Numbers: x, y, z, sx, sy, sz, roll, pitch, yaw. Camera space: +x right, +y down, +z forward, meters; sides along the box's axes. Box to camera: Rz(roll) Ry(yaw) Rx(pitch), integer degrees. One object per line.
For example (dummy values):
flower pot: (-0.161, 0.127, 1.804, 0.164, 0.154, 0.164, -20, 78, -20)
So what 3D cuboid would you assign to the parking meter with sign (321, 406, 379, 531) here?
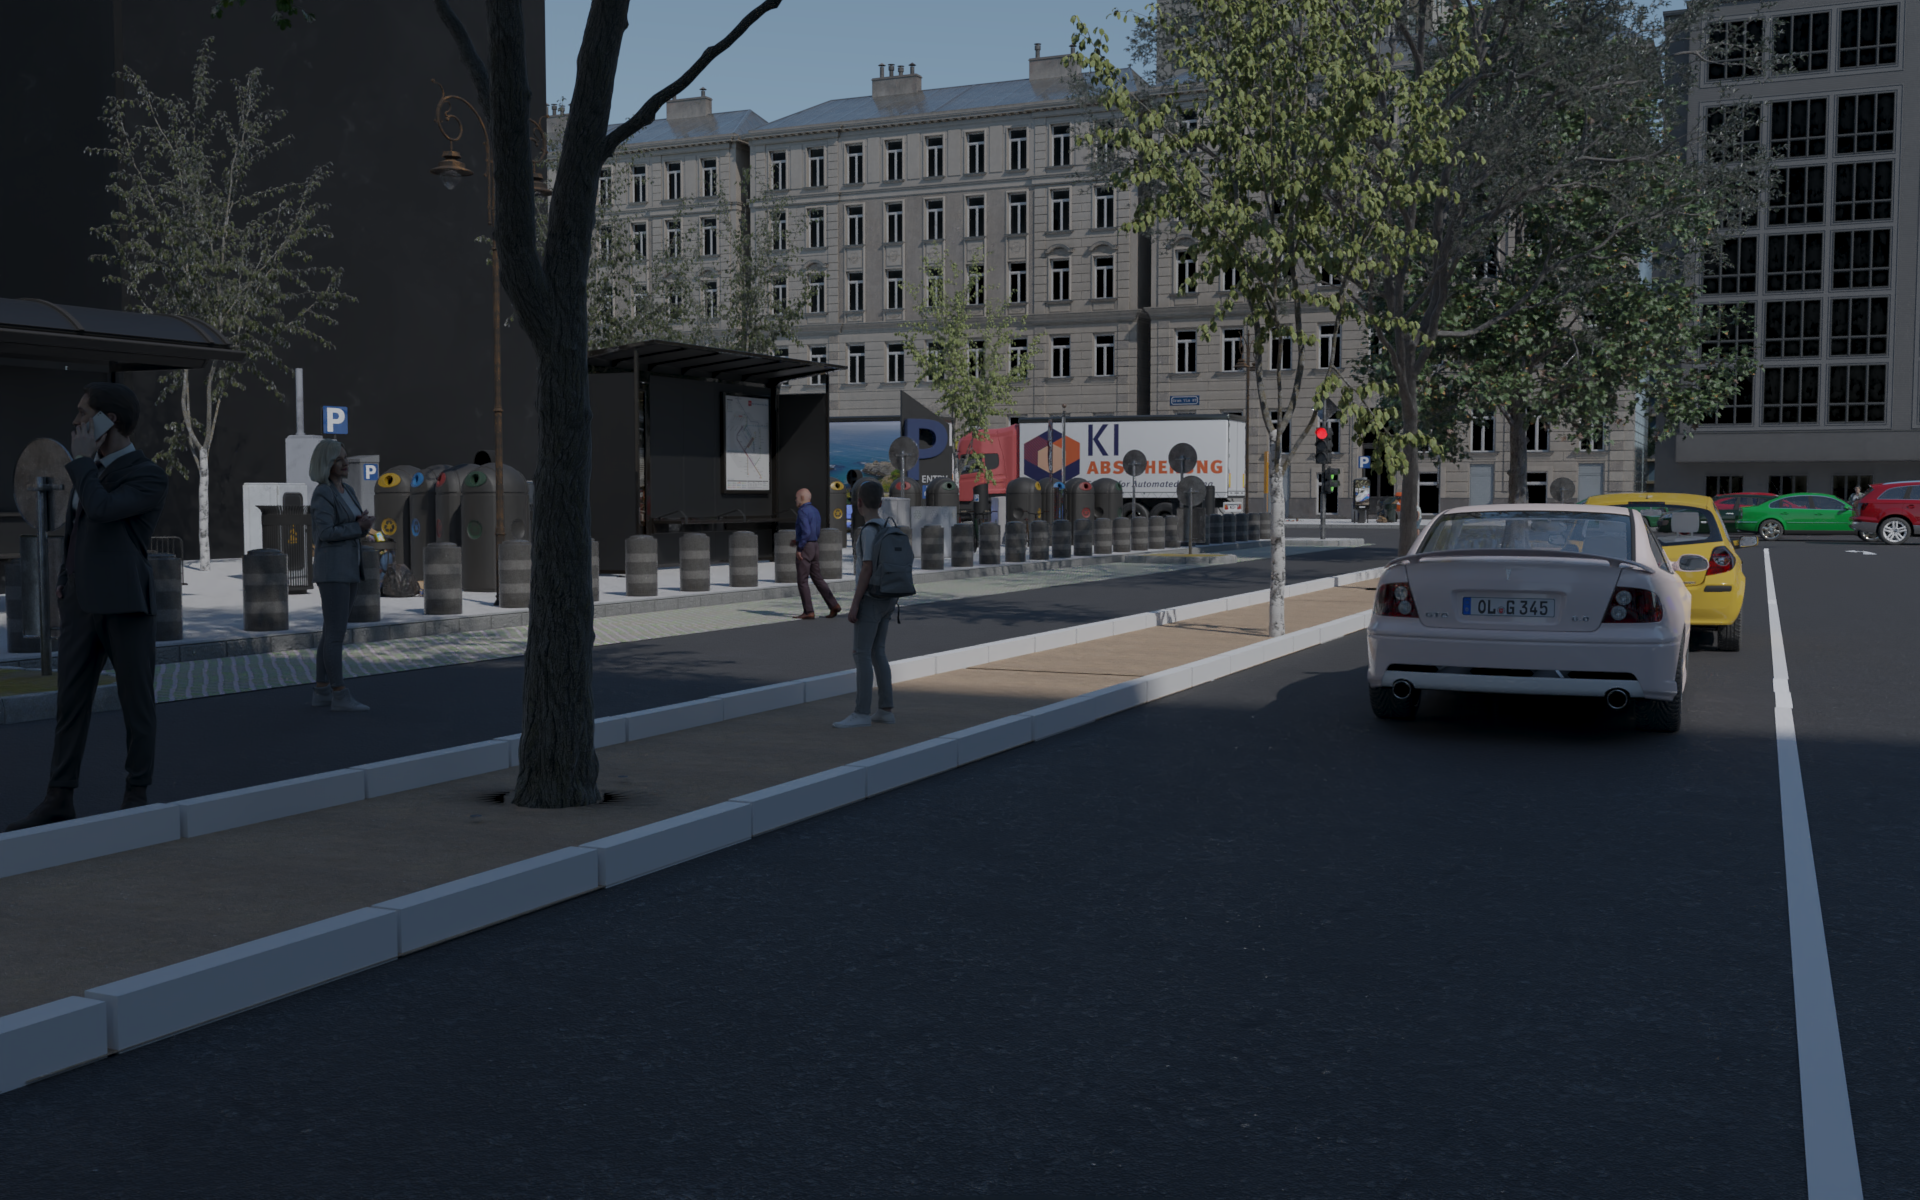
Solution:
parking meter with sign: (-11.760, -2.305, 33.953, 1.738, 3.016, 0.543, 3, 4, 37)

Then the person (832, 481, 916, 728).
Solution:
person: (-0.546, 0.024, 10.709, 0.523, 1.515, 0.503, -1, 4, -9)

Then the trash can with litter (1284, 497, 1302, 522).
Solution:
trash can with litter: (15.356, -4.277, 80.994, 2.233, 1.210, 1.678, -2, 4, -34)

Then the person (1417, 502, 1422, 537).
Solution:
person: (14.554, -2.571, 55.227, 0.332, 1.250, 0.352, -3, 5, -43)

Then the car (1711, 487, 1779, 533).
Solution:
car: (25.161, -2.884, 56.941, 4.222, 1.686, 2.009, 1, 4, 23)

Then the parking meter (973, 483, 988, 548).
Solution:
parking meter: (0.494, -2.025, 41.525, 0.372, 1.533, 0.369, 0, 3, 0)

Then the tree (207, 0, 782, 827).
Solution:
tree: (-1.819, -4.850, 7.509, 9.928, 11.665, 9.643, 0, 3, 0)

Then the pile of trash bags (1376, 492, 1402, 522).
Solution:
pile of trash bags: (20.263, -4.306, 80.158, 1.912, 1.369, 3.447, 1, 4, 15)

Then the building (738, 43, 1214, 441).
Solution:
building: (0.877, -18.694, 102.910, 25.104, 27.353, 12.463, 2, 4, 25)

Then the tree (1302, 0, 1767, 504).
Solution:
tree: (12.050, -7.196, 37.114, 9.611, 12.733, 9.660, 0, 3, 0)

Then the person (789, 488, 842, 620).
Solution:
person: (-1.756, -0.532, 19.890, 0.600, 1.496, 0.574, 3, 5, 44)

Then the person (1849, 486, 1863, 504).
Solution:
person: (32.982, -3.328, 63.630, 0.376, 1.734, 0.841, -2, 4, -28)

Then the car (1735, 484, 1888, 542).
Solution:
car: (26.229, -2.694, 52.841, 4.718, 1.807, 1.959, 2, 4, 24)

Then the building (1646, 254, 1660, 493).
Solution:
building: (100.620, -35.707, 238.430, 28.867, 44.769, 22.147, 2, 4, 25)

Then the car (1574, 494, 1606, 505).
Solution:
car: (23.900, -3.232, 64.635, 4.920, 1.459, 2.131, 2, 4, 24)

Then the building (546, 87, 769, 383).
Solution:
building: (-21.961, -19.347, 113.583, 25.104, 27.353, 12.463, 2, 4, 25)

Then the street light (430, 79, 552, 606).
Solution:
street light: (-5.288, -2.875, 19.787, 0.468, 5.910, 1.993, 2, 4, 25)

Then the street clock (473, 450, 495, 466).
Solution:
street clock: (-7.778, -1.467, 28.551, 0.471, 2.002, 0.358, 2, 4, 34)

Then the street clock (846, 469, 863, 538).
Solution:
street clock: (-3.082, -2.822, 50.711, 0.471, 2.002, 0.358, 3, 5, 43)

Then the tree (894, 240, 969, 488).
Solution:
tree: (0.130, -6.146, 50.849, 4.737, 8.622, 4.395, 0, 3, 0)

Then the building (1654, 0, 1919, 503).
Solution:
building: (46.449, -17.675, 82.485, 24.014, 27.812, 14.314, 2, 4, 25)

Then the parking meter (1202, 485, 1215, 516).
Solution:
parking meter: (7.309, -2.601, 50.939, 0.372, 1.533, 0.369, 0, 3, 0)

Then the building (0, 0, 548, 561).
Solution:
building: (-19.998, -12.900, 40.587, 15.834, 23.373, 12.332, 2, 4, 25)

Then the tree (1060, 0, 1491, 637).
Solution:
tree: (3.093, -3.911, 16.761, 4.737, 8.622, 4.395, 0, 3, 0)

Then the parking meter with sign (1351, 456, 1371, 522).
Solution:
parking meter with sign: (18.261, -5.064, 79.050, 0.543, 3.016, 1.738, 2, 4, 25)

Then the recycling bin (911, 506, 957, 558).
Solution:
recycling bin: (-0.530, -1.368, 34.917, 0.722, 1.027, 0.722, 2, 4, 26)

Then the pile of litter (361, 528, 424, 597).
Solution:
pile of litter: (-7.226, -0.488, 21.946, 1.719, 0.858, 1.176, 3, 4, 37)

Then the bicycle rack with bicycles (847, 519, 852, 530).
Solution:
bicycle rack with bicycles: (-4.096, -2.025, 46.499, 2.852, 0.926, 2.925, -3, 4, -38)

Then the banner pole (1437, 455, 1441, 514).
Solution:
banner pole: (22.744, -5.642, 82.260, 0.401, 3.779, 0.863, 0, 4, 3)

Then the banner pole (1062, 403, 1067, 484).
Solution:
banner pole: (2.843, -3.529, 47.710, 0.401, 3.779, 0.863, 1, 4, 9)

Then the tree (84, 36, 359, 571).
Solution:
tree: (-12.534, -4.805, 28.917, 4.360, 8.622, 3.978, 0, 3, 0)

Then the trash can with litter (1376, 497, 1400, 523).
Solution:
trash can with litter: (18.991, -4.008, 76.915, 1.055, 1.170, 0.624, -3, 4, -39)

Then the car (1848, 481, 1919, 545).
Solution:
car: (27.930, -2.445, 48.649, 5.304, 1.827, 2.281, 2, 4, 26)

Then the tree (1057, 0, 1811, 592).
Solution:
tree: (6.546, -6.856, 24.916, 12.009, 13.543, 11.850, 0, 3, 0)

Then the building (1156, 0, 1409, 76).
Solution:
building: (30.094, -43.604, 151.184, 20.563, 71.187, 20.611, 2, 4, 25)

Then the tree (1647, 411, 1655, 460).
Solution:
tree: (74.050, -17.528, 194.010, 7.806, 13.903, 7.818, 0, 3, 0)

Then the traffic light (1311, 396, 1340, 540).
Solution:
traffic light: (10.269, -3.664, 48.830, 0.839, 4.253, 0.868, 2, 4, 25)

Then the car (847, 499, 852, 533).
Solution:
car: (-5.468, -3.124, 60.673, 3.694, 1.707, 1.945, 1, 4, 23)

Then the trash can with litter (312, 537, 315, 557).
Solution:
trash can with litter: (-13.256, -1.483, 35.639, 0.624, 1.170, 1.055, 0, 4, -2)

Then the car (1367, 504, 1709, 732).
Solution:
car: (4.056, 0.021, 12.023, 2.083, 1.381, 4.827, 2, 4, 23)

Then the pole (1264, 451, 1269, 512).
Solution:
pole: (14.660, -5.450, 82.943, 0.158, 3.312, 0.155, 0, 3, 0)

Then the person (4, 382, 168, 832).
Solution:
person: (-3.688, 0.029, 7.386, 0.648, 1.900, 0.474, 1, 4, 21)

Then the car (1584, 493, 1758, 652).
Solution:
car: (6.908, -0.437, 17.365, 2.015, 1.641, 3.980, 1, 4, 23)

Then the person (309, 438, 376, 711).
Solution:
person: (-4.123, -0.181, 11.645, 0.526, 1.800, 0.537, 1, 4, 12)

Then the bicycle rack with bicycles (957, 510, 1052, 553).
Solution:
bicycle rack with bicycles: (0.868, -1.490, 37.752, 2.852, 0.926, 2.925, 1, 4, 13)

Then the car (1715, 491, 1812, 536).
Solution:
car: (28.505, -3.182, 61.067, 4.494, 1.783, 2.155, 2, 4, 26)

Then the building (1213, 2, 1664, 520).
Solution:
building: (23.447, -18.022, 91.924, 25.104, 27.353, 12.463, 2, 4, 25)

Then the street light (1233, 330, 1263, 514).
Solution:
street light: (8.128, -4.658, 48.946, 0.468, 5.910, 1.993, 2, 4, 25)

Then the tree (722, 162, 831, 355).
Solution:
tree: (-4.955, -5.366, 38.099, 4.360, 8.622, 3.978, 0, 3, 0)

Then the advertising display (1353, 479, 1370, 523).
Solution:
advertising display: (17.666, -4.342, 76.212, 0.974, 1.923, 0.123, -2, 4, -35)

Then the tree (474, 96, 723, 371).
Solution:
tree: (-7.008, -5.067, 33.201, 4.360, 8.622, 3.978, 0, 3, 0)

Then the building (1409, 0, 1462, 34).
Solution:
building: (37.870, -36.134, 180.028, 27.495, 52.752, 28.713, 2, 4, 25)

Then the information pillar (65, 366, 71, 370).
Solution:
information pillar: (-16.223, -2.486, 31.996, 0.183, 3.616, 0.504, 3, 5, 44)
